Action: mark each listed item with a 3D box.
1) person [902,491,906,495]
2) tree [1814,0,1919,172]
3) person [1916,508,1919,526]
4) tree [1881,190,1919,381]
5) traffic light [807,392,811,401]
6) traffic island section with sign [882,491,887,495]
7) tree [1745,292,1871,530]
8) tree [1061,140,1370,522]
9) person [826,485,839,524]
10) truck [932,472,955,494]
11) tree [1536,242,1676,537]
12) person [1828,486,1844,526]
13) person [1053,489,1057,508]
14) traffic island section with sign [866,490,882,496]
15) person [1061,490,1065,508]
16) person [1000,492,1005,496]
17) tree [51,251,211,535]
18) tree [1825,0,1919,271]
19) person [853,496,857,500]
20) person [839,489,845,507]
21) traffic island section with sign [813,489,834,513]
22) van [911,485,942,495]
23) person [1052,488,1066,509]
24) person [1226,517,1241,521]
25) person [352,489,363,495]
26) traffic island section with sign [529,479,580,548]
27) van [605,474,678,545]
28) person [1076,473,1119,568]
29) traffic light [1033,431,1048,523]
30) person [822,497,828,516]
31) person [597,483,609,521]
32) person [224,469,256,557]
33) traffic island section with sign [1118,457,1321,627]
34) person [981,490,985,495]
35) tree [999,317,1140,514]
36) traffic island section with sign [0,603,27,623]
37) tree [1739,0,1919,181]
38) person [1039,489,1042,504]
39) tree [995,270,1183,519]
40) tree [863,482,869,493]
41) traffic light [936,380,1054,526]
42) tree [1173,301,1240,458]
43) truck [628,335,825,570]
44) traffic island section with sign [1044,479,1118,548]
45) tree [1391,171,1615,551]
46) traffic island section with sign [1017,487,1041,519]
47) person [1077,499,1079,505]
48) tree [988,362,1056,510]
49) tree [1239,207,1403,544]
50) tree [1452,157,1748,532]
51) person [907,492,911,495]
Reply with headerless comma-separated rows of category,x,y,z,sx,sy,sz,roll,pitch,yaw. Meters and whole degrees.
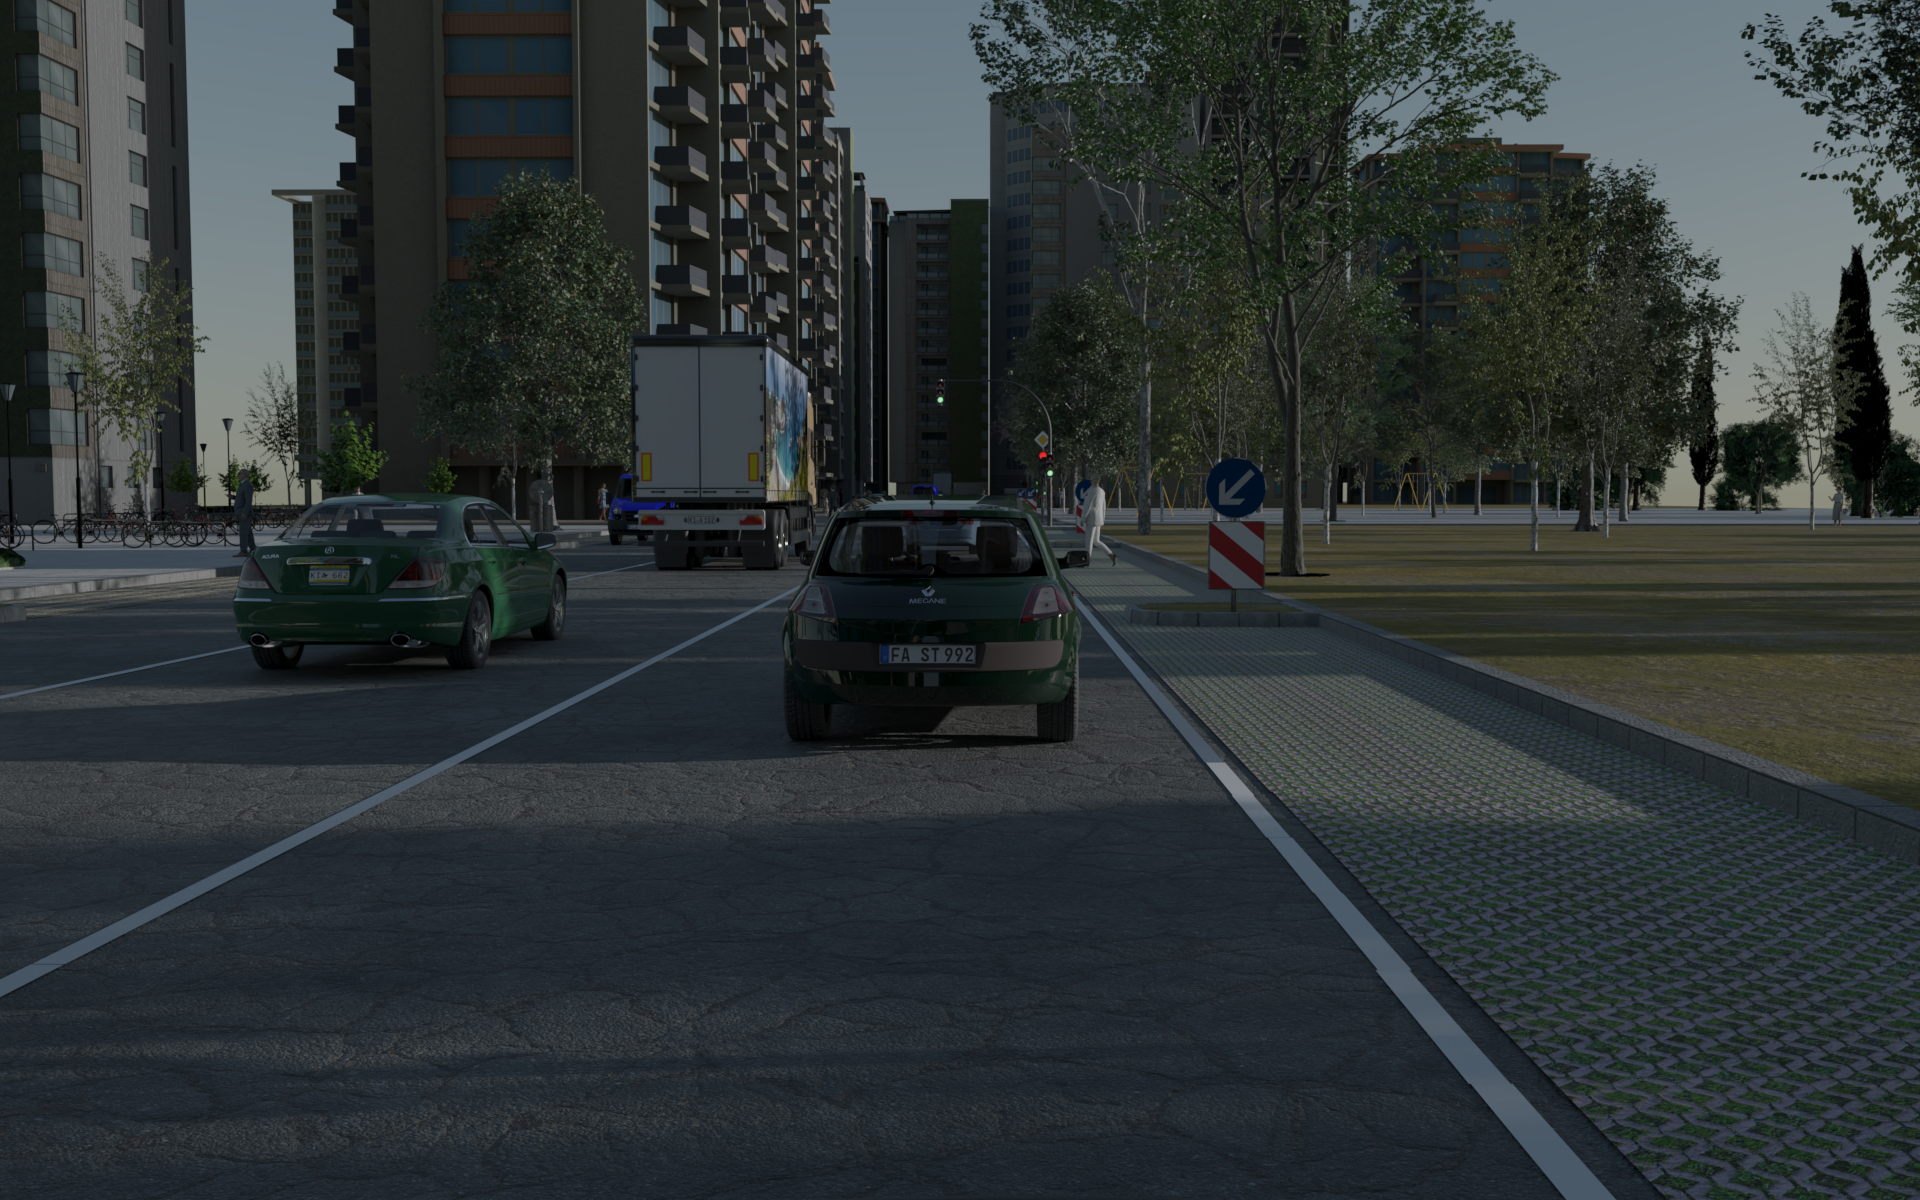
person,-6.035,-10.776,185.401,1.217,1.736,0.721,1,4,9
tree,11.662,-4.931,15.032,7.601,10.594,8.767,-3,5,-40
person,39.242,-3.486,70.517,0.505,1.210,0.382,0,4,-4
tree,29.690,-7.487,48.168,9.928,11.665,9.643,0,3,0
traffic light,-9.013,-6.263,77.075,4.771,5.953,1.251,0,4,1
traffic island section with sign,-8.988,-12.066,205.902,1.989,1.847,2.006,0,4,1
tree,30.566,-6.834,62.099,4.360,8.622,3.978,0,3,0
tree,5.118,-5.226,35.800,4.737,8.622,4.395,0,3,0
person,-5.844,-4.336,79.170,0.659,1.850,0.755,-2,4,-32
truck,-2.157,-14.225,221.488,2.839,4.237,11.283,0,4,0
tree,19.195,-6.181,51.417,4.360,8.622,3.978,0,3,0
person,35.611,-3.750,70.387,0.524,1.755,0.480,-2,4,-35
person,8.699,-9.292,158.885,0.530,1.710,0.541,2,4,27
traffic island section with sign,-9.369,-10.417,178.949,1.989,1.847,2.006,0,4,1
person,9.345,-9.155,156.668,0.436,1.711,0.756,1,4,23
person,5.450,-12.775,218.151,1.217,1.735,0.721,3,4,39
tree,-24.548,-6.189,51.560,4.737,8.622,4.395,0,3,0
tree,14.301,-4.519,24.254,4.737,8.622,4.395,0,3,0
person,-8.138,-7.370,133.683,0.352,1.250,0.332,-2,4,-24
person,-11.723,-10.113,171.346,0.705,1.831,1.348,-2,4,-28
traffic island section with sign,-10.077,-7.347,128.754,1.989,1.847,2.006,0,4,1
van,-2.507,-7.388,125.185,2.240,2.365,5.245,0,4,2
person,8.788,-9.039,153.907,1.350,1.814,0.705,1,4,17
person,5.968,-1.679,37.770,0.425,1.301,0.394,2,4,30
person,-25.379,-3.929,73.007,0.678,1.792,0.850,-2,4,-24
traffic island section with sign,-11.258,-2.299,46.216,1.989,1.847,2.006,0,4,1
van,-8.840,-2.823,50.542,2.240,2.365,5.245,0,4,2
person,2.649,-1.527,33.349,0.818,1.842,0.514,1,4,11
traffic light,3.654,-5.380,76.876,0.839,4.253,0.868,0,4,1
person,-8.989,-6.233,115.425,0.505,1.210,0.382,1,4,14
person,-16.790,-4.598,81.306,0.616,1.811,0.778,-3,5,-44
person,-14.699,-1.785,35.409,0.590,1.801,0.661,-2,4,-29
traffic island section with sign,2.884,-0.664,19.488,1.989,1.847,2.006,0,4,1
person,1.968,-8.379,145.843,0.374,1.781,0.599,3,4,38
tree,7.334,-12.459,110.364,9.857,13.997,8.962,0,3,0
traffic island section with sign,-11.648,-0.651,19.264,1.989,1.847,2.006,0,4,1
tree,22.773,-10.974,35.309,12.611,20.169,13.585,0,3,0
person,7.408,-9.239,157.836,0.721,1.736,1.217,1,4,20
tree,6.486,-10.539,89.320,9.611,12.733,9.660,0,3,0
tree,-12.247,-13.291,211.903,1.663,3.219,1.824,0,3,0
traffic light,1.447,-5.756,68.780,4.771,5.953,1.251,0,4,1
tree,10.201,-6.979,64.470,4.360,8.622,3.978,0,3,0
truck,-4.582,-2.885,36.080,2.839,4.237,11.283,0,3,0
traffic island section with sign,3.265,-2.313,46.441,1.989,1.847,2.006,0,4,1
tree,12.729,-5.411,38.837,4.737,8.622,4.395,0,3,0
traffic island section with sign,4.050,-5.686,101.586,1.989,1.847,2.006,0,4,1
person,8.174,-7.035,121.089,0.581,1.822,0.654,-1,4,-17
tree,7.387,-14.215,142.792,12.009,13.543,11.850,0,3,0
tree,9.415,-5.757,44.497,4.360,8.622,3.978,0,3,0
tree,21.563,-8.690,59.085,9.611,12.733,9.660,0,3,0
person,-4.888,-9.703,168.617,0.593,1.643,0.415,-2,4,-35
